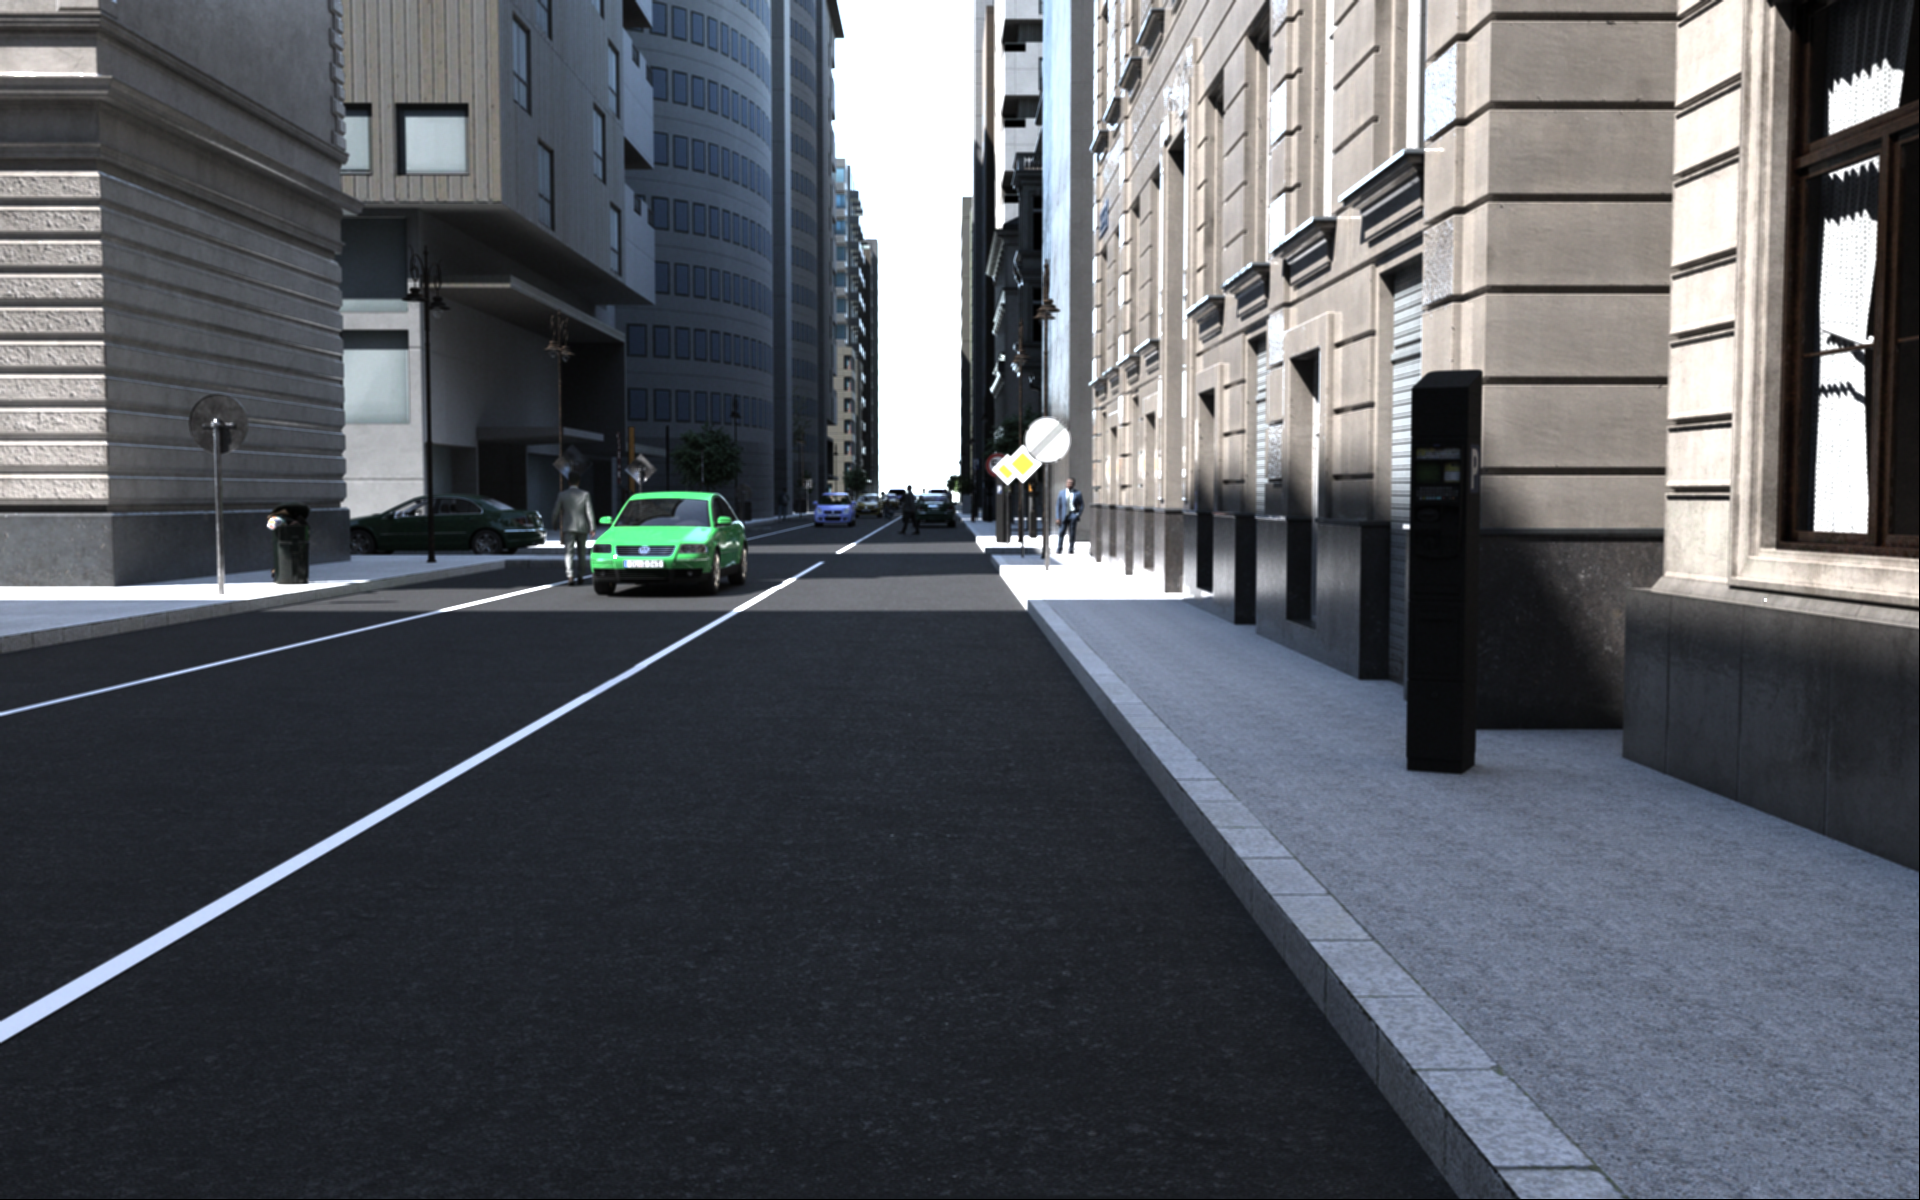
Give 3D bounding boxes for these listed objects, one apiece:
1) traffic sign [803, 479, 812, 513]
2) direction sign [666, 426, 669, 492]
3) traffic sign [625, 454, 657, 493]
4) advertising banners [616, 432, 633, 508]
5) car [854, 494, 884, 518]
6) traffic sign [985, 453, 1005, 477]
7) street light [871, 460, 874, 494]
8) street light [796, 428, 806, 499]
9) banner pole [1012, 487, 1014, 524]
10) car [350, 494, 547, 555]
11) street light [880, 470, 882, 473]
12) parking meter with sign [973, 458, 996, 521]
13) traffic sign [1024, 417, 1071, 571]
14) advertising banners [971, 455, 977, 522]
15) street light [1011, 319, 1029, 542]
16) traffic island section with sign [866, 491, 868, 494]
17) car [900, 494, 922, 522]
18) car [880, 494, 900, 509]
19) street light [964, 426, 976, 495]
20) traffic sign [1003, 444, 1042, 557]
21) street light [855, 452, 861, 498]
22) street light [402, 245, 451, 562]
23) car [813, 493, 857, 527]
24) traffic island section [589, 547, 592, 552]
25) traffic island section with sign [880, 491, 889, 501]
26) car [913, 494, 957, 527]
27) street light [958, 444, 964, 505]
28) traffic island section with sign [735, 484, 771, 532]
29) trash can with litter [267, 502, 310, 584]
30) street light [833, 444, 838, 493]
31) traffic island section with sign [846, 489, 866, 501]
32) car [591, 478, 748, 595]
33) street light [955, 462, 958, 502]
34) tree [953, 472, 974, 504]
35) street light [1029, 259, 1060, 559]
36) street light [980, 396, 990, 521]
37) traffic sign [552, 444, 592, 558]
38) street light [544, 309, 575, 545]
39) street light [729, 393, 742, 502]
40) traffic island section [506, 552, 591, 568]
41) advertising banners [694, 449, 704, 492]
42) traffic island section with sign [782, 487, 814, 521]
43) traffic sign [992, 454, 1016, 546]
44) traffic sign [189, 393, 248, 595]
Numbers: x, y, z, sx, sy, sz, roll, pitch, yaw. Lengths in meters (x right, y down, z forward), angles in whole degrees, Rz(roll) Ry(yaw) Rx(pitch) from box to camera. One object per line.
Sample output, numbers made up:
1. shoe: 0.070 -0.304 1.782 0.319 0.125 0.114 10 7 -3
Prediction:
1. traffic sign: -10.400 -7.107 118.321 0.606 2.300 0.079 1 4 8
2. direction sign: -9.735 -4.020 57.719 0.379 3.537 0.876 -1 4 -14
3. traffic sign: -7.914 -2.405 42.957 0.795 2.450 0.064 0 4 -1
4. advertising banners: -9.605 -3.265 49.577 0.090 3.025 2.074 0 4 1
5. car: -5.634 -5.852 105.910 2.015 1.641 3.980 0 4 0
6. traffic sign: 1.170 -3.268 53.542 0.768 2.556 0.104 0 4 1
7. street light: -12.029 -16.248 238.439 0.468 5.910 1.993 0 4 -1
8. street light: -10.867 -8.998 119.912 0.468 5.910 1.993 0 4 -1
9. banner pole: 2.025 -5.083 73.130 0.863 3.779 0.401 1 4 13
10. car: -11.878 -1.675 39.188 4.920 1.459 2.131 0 4 -2
11. street light: -12.524 -18.476 274.862 0.468 5.910 1.993 0 4 -1
12. parking meter with sign: 1.478 -5.391 84.400 1.738 3.016 0.543 -3 4 -36
13. traffic sign: 1.448 -1.749 28.704 0.768 2.556 0.104 0 4 5
14. advertising banners: 0.632 -5.083 79.296 0.090 3.025 2.074 0 4 -5
15. street light: 1.604 -4.468 45.844 0.468 5.910 1.993 0 4 -1
16. traffic island section with sign: -9.337 -9.872 170.027 1.989 1.847 2.006 0 4 -1
17. car: -2.078 -4.834 90.831 2.131 1.459 4.920 0 4 0
18. car: -6.673 -9.427 164.355 2.015 1.641 3.980 0 4 0
19. street light: 0.684 -9.191 123.066 0.468 5.910 1.993 0 4 -1
20. traffic sign: 1.267 -1.921 35.051 0.795 2.450 0.064 0 4 -1
21. street light: -11.729 -14.068 202.797 0.468 5.910 1.993 0 4 -1
22. street light: -9.929 -3.644 32.368 0.468 5.910 1.993 0 4 -1
23. car: -5.542 -4.116 76.891 1.945 1.707 3.694 0 4 -1
24. traffic island section: -7.938 -1.268 43.019 2.009 0.180 2.903 0 4 -1
25. traffic island section with sign: -10.227 -14.886 252.015 1.989 1.847 2.006 0 4 -1
26. car: -1.153 -3.940 76.209 2.131 1.459 4.920 0 4 -3
27. street light: 0.318 -11.371 158.707 0.468 5.910 1.993 0 4 -1
28. traffic island section with sign: -8.199 -3.492 65.724 1.989 1.847 2.006 0 4 -1
29. trash can with litter: -9.673 -0.820 24.791 0.624 1.170 1.055 -2 4 -33
30. street light: -11.168 -11.203 155.963 0.468 5.910 1.993 0 4 -1
31. traffic island section with sign: -9.028 -8.199 142.681 1.989 1.847 2.006 0 4 -1
32. car: -4.318 -1.060 26.121 1.959 1.807 4.718 0 4 1
33. street light: -0.074 -13.551 194.347 0.468 5.910 1.993 0 4 -1
34. tree: 0.746 -8.900 140.120 1.663 3.219 1.824 0 3 0
35. street light: 1.693 -3.757 34.222 0.468 5.910 1.993 0 4 -1
36. street light: 1.189 -6.657 81.623 0.468 5.910 1.993 0 4 -1
37. traffic sign: -7.827 -1.916 34.973 0.795 2.450 0.064 0 4 -1
38. street light: -9.989 -4.316 43.358 0.468 5.910 1.993 0 4 -1
39. street light: -10.319 -6.541 79.739 0.468 5.910 1.993 0 4 -1
40. traffic island section: -7.850 -0.780 35.034 2.009 0.180 2.903 0 4 -1
41. advertising banners: -10.079 -4.329 66.960 0.090 3.025 2.074 0 4 2
42. traffic island section with sign: -8.490 -5.141 92.677 1.989 1.847 2.006 0 4 -1
43. traffic sign: 1.179 -2.409 43.036 0.795 2.450 0.064 0 4 -1
44. traffic sign: -9.386 -1.335 21.930 0.768 2.556 0.104 0 4 4
